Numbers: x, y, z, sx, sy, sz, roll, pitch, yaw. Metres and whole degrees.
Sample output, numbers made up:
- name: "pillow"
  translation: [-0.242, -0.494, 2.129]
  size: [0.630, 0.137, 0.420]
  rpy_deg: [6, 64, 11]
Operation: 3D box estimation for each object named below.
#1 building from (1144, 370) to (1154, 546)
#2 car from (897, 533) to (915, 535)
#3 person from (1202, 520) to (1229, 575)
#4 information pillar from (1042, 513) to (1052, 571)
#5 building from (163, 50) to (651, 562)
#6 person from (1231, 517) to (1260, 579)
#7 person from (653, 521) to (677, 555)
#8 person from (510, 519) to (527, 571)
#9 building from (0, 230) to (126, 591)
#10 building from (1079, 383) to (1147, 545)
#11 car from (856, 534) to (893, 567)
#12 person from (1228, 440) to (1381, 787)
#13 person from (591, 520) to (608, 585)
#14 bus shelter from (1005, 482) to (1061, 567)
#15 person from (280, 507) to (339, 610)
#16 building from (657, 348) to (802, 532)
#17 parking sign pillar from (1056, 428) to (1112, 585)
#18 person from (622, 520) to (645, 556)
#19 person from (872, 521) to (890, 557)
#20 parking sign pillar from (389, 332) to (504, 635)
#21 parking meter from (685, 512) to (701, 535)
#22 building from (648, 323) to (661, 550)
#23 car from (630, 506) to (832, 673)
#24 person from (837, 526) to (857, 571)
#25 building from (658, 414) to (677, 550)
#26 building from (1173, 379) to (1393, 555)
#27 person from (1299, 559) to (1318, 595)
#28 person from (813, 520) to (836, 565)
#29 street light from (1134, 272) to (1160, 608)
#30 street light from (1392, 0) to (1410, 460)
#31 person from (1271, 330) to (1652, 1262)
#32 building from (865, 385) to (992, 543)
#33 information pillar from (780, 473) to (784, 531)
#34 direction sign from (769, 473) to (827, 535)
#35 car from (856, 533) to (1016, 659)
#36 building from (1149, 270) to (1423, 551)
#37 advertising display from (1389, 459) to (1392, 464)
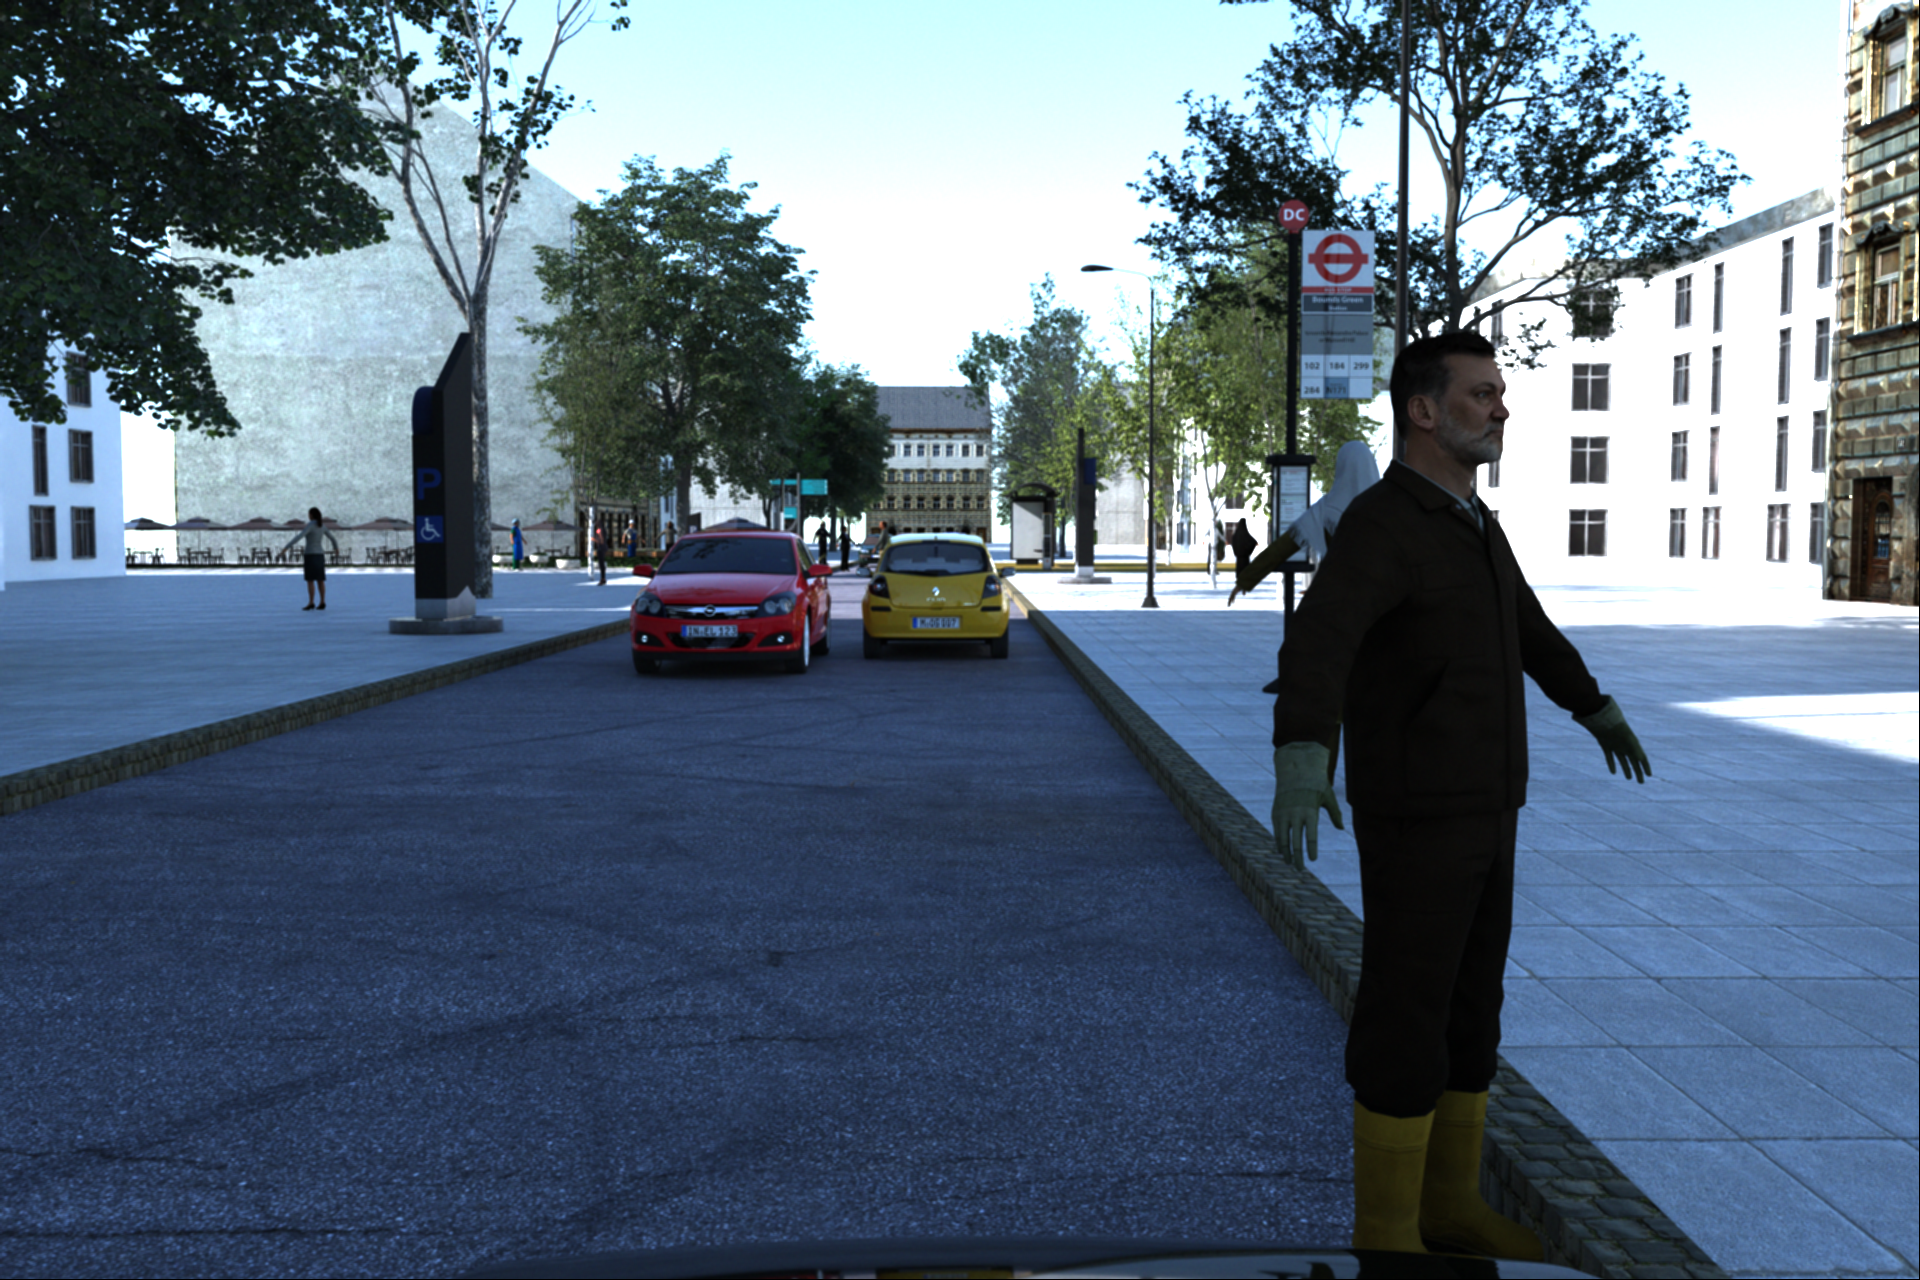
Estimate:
- name: "building"
  translation: [25.569, -20.413, 190.177]
  size: [16.016, 20.090, 11.380]
  rpy_deg: [0, 4, 1]
- name: "car"
  translation: [-2.971, -5.493, 98.856]
  size: [2.155, 1.783, 4.494]
  rpy_deg: [0, 4, 0]
- name: "person"
  translation: [7.953, -2.945, 54.301]
  size: [0.704, 1.810, 1.344]
  rpy_deg: [3, 5, 44]
- name: "information pillar"
  translation: [3.063, -3.456, 60.998]
  size: [0.304, 2.012, 0.304]
  rpy_deg: [0, 4, -2]
- name: "building"
  translation: [-26.804, -15.731, 88.129]
  size: [19.493, 23.208, 18.063]
  rpy_deg: [0, 4, 0]
- name: "person"
  translation: [7.698, -2.441, 46.704]
  size: [0.721, 1.737, 1.214]
  rpy_deg: [-2, 4, -26]
- name: "person"
  translation: [-11.588, -3.861, 69.261]
  size: [1.348, 1.813, 0.705]
  rpy_deg: [-1, 4, -16]
- name: "person"
  translation: [-15.331, -3.296, 60.018]
  size: [0.704, 1.817, 1.347]
  rpy_deg: [0, 4, 5]
- name: "building"
  translation: [-26.169, -5.933, 39.160]
  size: [9.099, 9.664, 28.070]
  rpy_deg: [0, 4, -1]
- name: "building"
  translation: [23.910, -21.046, 210.556]
  size: [16.747, 18.905, 31.486]
  rpy_deg: [0, 3, 0]
- name: "car"
  translation: [-3.528, -4.068, 76.302]
  size: [2.009, 1.686, 4.222]
  rpy_deg: [0, 3, 0]
- name: "person"
  translation: [1.937, -0.109, 8.557]
  size: [1.217, 1.736, 0.721]
  rpy_deg: [1, 4, 11]
- name: "person"
  translation: [-9.040, -2.195, 43.398]
  size: [0.415, 1.643, 0.593]
  rpy_deg: [-3, 4, -38]
- name: "bus shelter"
  translation: [2.894, -4.638, 69.757]
  size: [2.014, 3.302, 5.546]
  rpy_deg: [0, 4, 0]
- name: "person"
  translation: [-10.983, -1.376, 29.330]
  size: [0.721, 1.735, 1.217]
  rpy_deg: [2, 4, 27]
- name: "building"
  translation: [-26.233, -19.232, 180.892]
  size: [16.747, 18.905, 31.486]
  rpy_deg: [0, 4, 0]
- name: "parking sign pillar"
  translation: [3.212, -3.435, 44.630]
  size: [1.447, 3.967, 1.447]
  rpy_deg: [0, 4, 0]
- name: "person"
  translation: [-13.114, -3.884, 69.368]
  size: [0.705, 1.847, 1.347]
  rpy_deg: [2, 4, 29]
- name: "person"
  translation: [-2.173, -2.451, 48.805]
  size: [0.705, 1.796, 1.348]
  rpy_deg: [1, 4, 14]
- name: "parking sign pillar"
  translation: [-6.734, -2.087, 22.601]
  size: [1.447, 3.967, 1.447]
  rpy_deg: [0, 4, 0]
- name: "parking meter"
  translation: [-7.181, -2.505, 46.661]
  size: [0.399, 1.863, 0.255]
  rpy_deg: [0, 4, -1]
- name: "building"
  translation: [-29.478, -16.932, 107.769]
  size: [19.493, 23.208, 18.063]
  rpy_deg: [0, 4, -1]
- name: "car"
  translation: [-2.448, -0.618, 19.140]
  size: [2.155, 1.783, 4.494]
  rpy_deg: [0, 4, 0]
- name: "person"
  translation: [-4.353, -3.505, 66.493]
  size: [0.721, 1.740, 1.216]
  rpy_deg: [2, 4, 35]
- name: "building"
  translation: [-25.159, -11.663, 132.834]
  size: [9.099, 9.664, 28.070]
  rpy_deg: [0, 4, -1]
- name: "building"
  translation: [19.494, -10.140, 107.939]
  size: [9.099, 9.664, 28.070]
  rpy_deg: [0, 4, 0]
- name: "person"
  translation: [7.384, -1.875, 36.807]
  size: [0.704, 1.811, 1.347]
  rpy_deg: [0, 4, 5]
- name: "person"
  translation: [-5.680, -4.050, 71.998]
  size: [0.705, 1.856, 1.354]
  rpy_deg: [3, 5, 40]
- name: "street light"
  translation: [3.853, -3.513, 29.985]
  size: [1.470, 5.913, 1.316]
  rpy_deg: [0, 4, 0]
- name: "street light"
  translation: [3.404, -2.365, 11.209]
  size: [1.470, 5.913, 1.316]
  rpy_deg: [0, 3, 0]
- name: "person"
  translation: [0.938, 0.324, 3.301]
  size: [0.704, 1.812, 1.346]
  rpy_deg: [3, 5, 44]
- name: "building"
  translation: [-4.729, -25.783, 254.937]
  size: [18.063, 23.208, 19.493]
  rpy_deg: [0, 4, -2]
- name: "information pillar"
  translation: [-6.757, -4.563, 65.967]
  size: [0.183, 3.616, 0.504]
  rpy_deg: [0, 4, 1]
- name: "direction sign"
  translation: [-7.034, -5.343, 76.127]
  size: [2.525, 3.948, 1.411]
  rpy_deg: [0, 4, 1]
- name: "car"
  translation: [-0.295, -0.682, 21.370]
  size: [2.015, 1.641, 3.980]
  rpy_deg: [0, 4, -1]
- name: "building"
  translation: [25.199, -18.514, 133.634]
  size: [19.493, 23.208, 18.063]
  rpy_deg: [0, 4, 0]
- name: "advertising display"
  translation: [3.749, -0.567, 14.485]
  size: [0.123, 1.923, 0.974]
  rpy_deg: [0, 4, 0]
